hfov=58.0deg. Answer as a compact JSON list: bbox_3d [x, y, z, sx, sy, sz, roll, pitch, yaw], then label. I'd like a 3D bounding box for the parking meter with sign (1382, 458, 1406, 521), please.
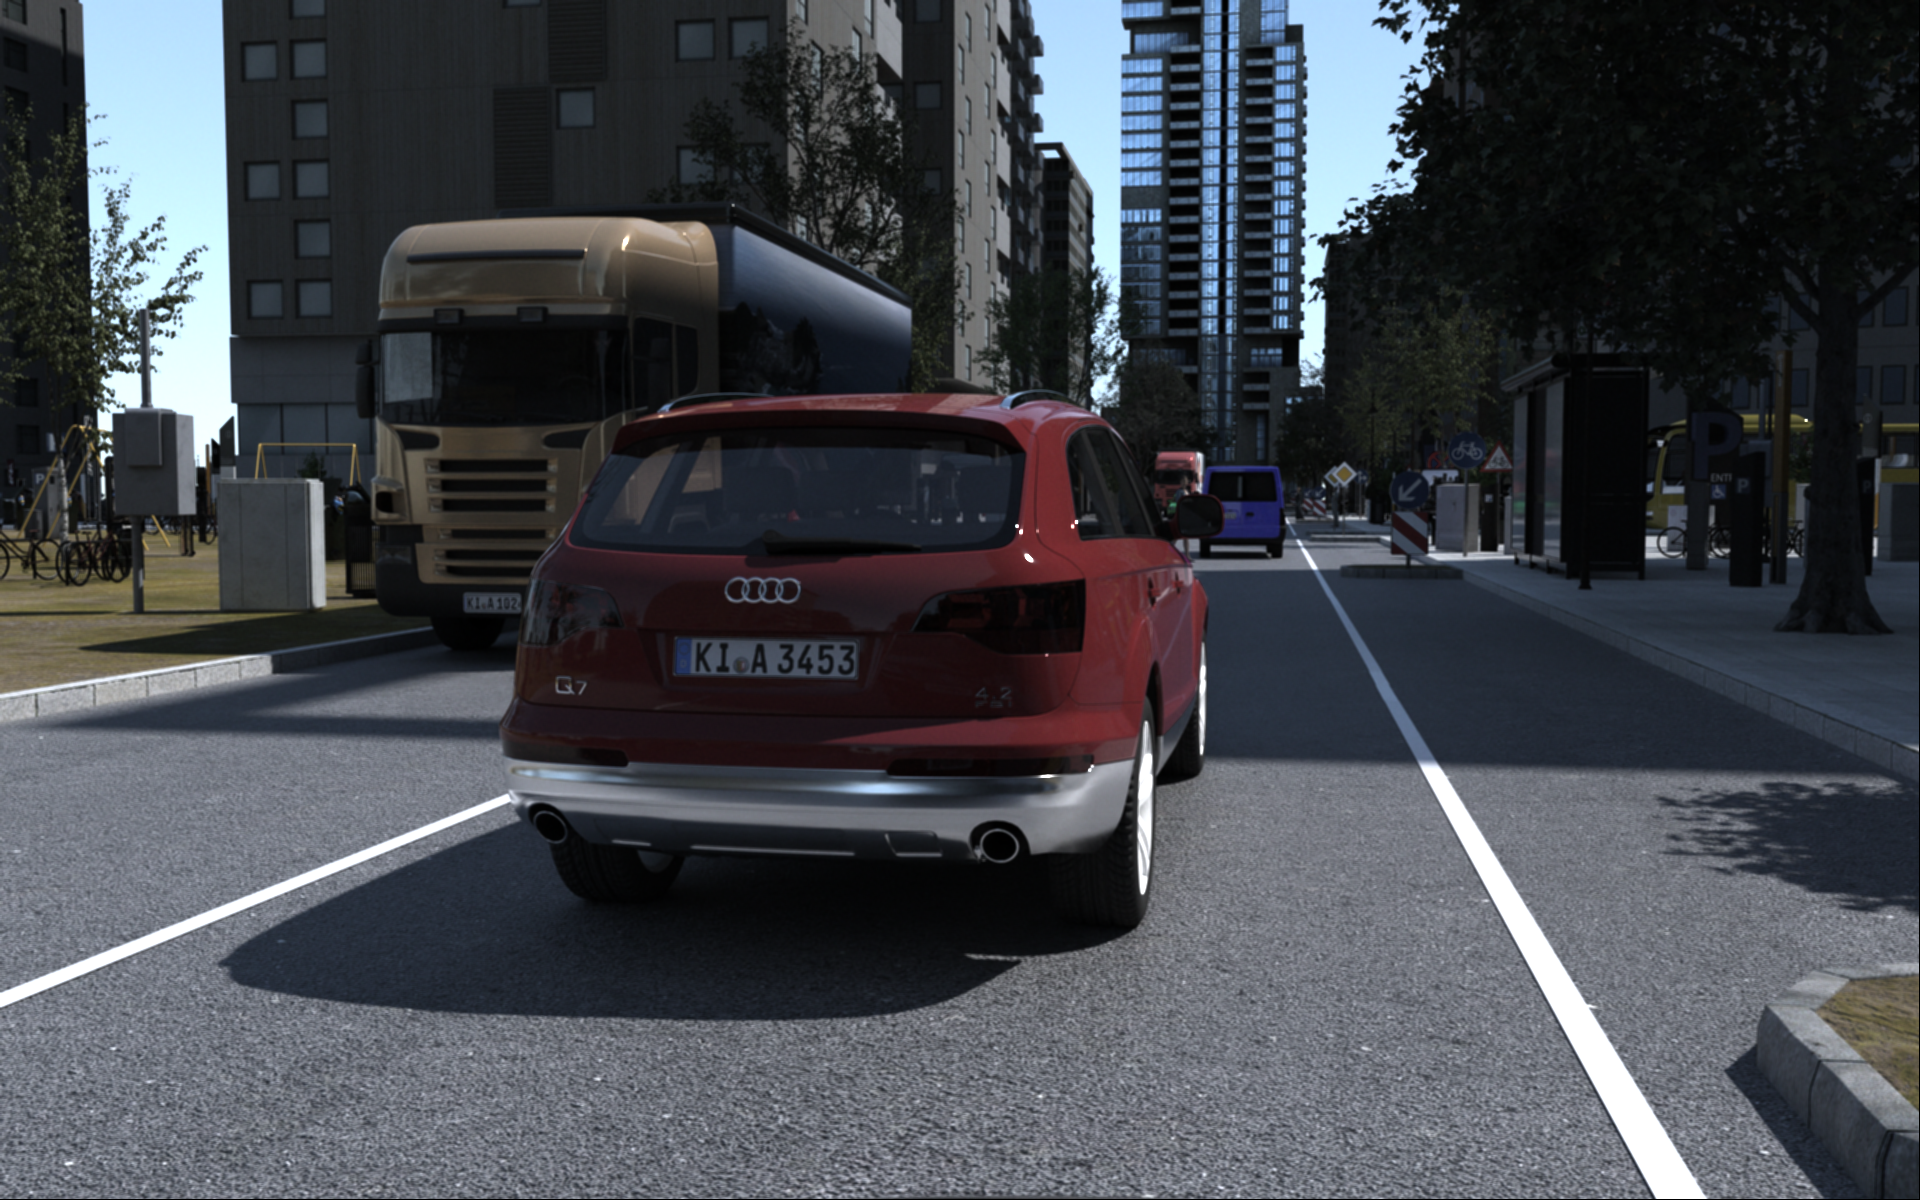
[{"bbox_3d":[20.972,-5.286,82.690,0.543,3.016,1.738,-2,4,-31],"label":"parking meter with sign"}]

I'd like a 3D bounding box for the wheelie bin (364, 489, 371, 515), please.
[{"bbox_3d":[-13.574,-1.905,39.051,0.693,1.594,0.980,-1,4,-18],"label":"wheelie bin"}]

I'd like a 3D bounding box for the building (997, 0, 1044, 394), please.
[{"bbox_3d":[-4.590,-32.795,155.802,23.786,49.044,30.456,1,4,10],"label":"building"}]

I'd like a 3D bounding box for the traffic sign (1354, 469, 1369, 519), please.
[{"bbox_3d":[20.399,-5.385,88.145,0.768,2.556,0.104,1,4,17],"label":"traffic sign"}]

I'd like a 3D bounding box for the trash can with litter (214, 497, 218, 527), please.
[{"bbox_3d":[-28.991,-3.476,68.226,0.624,1.170,1.055,-2,4,-34],"label":"trash can with litter"}]

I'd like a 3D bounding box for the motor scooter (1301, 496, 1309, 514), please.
[{"bbox_3d":[25.427,-7.003,127.272,0.815,1.314,1.986,1,4,12],"label":"motor scooter"}]

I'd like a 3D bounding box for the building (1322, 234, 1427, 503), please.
[{"bbox_3d":[62.565,-33.525,240.008,23.993,40.220,32.217,1,4,10],"label":"building"}]

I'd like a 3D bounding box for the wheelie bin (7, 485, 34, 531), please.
[{"bbox_3d":[-32.875,-3.237,60.837,0.693,1.594,0.980,-3,4,-38],"label":"wheelie bin"}]

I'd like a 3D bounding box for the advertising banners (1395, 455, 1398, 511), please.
[{"bbox_3d":[19.289,-4.913,76.510,0.090,3.025,2.074,1,4,17],"label":"advertising banners"}]

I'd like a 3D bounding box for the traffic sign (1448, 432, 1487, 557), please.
[{"bbox_3d":[10.349,-2.159,35.399,0.768,2.556,0.104,1,4,17],"label":"traffic sign"}]

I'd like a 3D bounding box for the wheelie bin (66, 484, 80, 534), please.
[{"bbox_3d":[-28.815,-2.927,55.766,0.980,1.594,0.693,2,4,27],"label":"wheelie bin"}]

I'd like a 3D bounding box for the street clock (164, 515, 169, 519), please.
[{"bbox_3d":[-40.925,-5.179,89.252,0.471,2.002,0.358,1,4,22],"label":"street clock"}]

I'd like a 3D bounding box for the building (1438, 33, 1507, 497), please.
[{"bbox_3d":[51.801,-31.090,158.435,14.600,45.320,14.200,1,4,10],"label":"building"}]

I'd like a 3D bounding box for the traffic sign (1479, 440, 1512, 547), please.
[{"bbox_3d":[12.965,-2.552,41.730,0.884,2.594,0.081,1,4,16],"label":"traffic sign"}]

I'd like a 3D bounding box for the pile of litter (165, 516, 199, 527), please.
[{"bbox_3d":[-30.890,-3.349,68.724,1.176,0.858,1.719,2,4,29],"label":"pile of litter"}]

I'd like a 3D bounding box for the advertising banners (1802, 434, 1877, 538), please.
[{"bbox_3d":[25.118,-3.261,49.513,2.074,3.025,0.090,3,5,43],"label":"advertising banners"}]

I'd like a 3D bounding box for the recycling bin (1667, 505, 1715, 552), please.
[{"bbox_3d":[16.367,-1.605,38.795,0.722,1.027,0.722,-2,4,-29],"label":"recycling bin"}]

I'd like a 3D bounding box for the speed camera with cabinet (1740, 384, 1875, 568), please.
[{"bbox_3d":[14.465,-2.156,29.592,2.038,3.252,0.660,3,4,37],"label":"speed camera with cabinet"}]

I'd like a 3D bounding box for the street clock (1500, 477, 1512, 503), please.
[{"bbox_3d":[22.701,-4.128,72.059,0.471,2.002,0.358,-1,4,-22],"label":"street clock"}]

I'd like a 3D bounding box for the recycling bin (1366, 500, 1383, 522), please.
[{"bbox_3d":[19.099,-4.105,79.678,0.722,1.027,0.722,1,4,9],"label":"recycling bin"}]

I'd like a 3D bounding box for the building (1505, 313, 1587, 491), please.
[{"bbox_3d":[45.914,-26.848,122.557,14.154,41.232,14.086,1,4,10],"label":"building"}]

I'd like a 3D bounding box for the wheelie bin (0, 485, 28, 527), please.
[{"bbox_3d":[-39.711,-3.948,72.454,0.980,1.594,0.693,-2,4,-25],"label":"wheelie bin"}]

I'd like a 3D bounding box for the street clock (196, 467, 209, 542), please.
[{"bbox_3d":[-20.110,-2.530,45.937,0.358,2.002,0.471,-1,4,-23],"label":"street clock"}]

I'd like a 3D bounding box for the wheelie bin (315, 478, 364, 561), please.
[{"bbox_3d":[-12.206,-1.561,33.430,0.980,1.594,0.693,1,4,20],"label":"wheelie bin"}]

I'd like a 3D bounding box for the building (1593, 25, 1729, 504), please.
[{"bbox_3d":[43.500,-32.514,73.598,28.212,58.520,21.231,1,4,10],"label":"building"}]

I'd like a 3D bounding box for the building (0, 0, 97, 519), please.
[{"bbox_3d":[-56.665,-19.559,91.483,14.107,30.474,14.160,1,4,10],"label":"building"}]

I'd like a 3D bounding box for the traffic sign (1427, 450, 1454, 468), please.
[{"bbox_3d":[14.037,-3.090,50.632,0.768,2.556,0.104,1,4,14],"label":"traffic sign"}]

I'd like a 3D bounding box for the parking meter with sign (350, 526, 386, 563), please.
[{"bbox_3d":[-10.579,-2.221,32.570,1.738,3.016,0.543,-1,4,-9],"label":"parking meter with sign"}]

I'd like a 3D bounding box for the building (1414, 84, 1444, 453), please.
[{"bbox_3d":[58.968,-32.104,179.529,22.147,44.769,28.867,1,4,10],"label":"building"}]

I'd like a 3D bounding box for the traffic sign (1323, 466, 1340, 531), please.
[{"bbox_3d":[13.118,-3.487,60.659,0.795,2.450,0.064,1,4,10],"label":"traffic sign"}]

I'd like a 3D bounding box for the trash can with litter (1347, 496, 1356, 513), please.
[{"bbox_3d":[26.456,-6.413,116.234,0.624,1.170,1.055,-3,4,-36],"label":"trash can with litter"}]

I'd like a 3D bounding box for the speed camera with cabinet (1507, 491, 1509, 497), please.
[{"bbox_3d":[34.423,-7.019,109.099,2.038,3.252,0.660,3,4,36],"label":"speed camera with cabinet"}]

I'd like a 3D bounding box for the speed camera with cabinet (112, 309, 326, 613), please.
[{"bbox_3d":[-8.040,-1.498,18.828,2.038,3.252,0.660,0,4,-5],"label":"speed camera with cabinet"}]

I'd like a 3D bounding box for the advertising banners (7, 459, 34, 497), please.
[{"bbox_3d":[-46.881,-5.524,86.512,2.074,3.025,0.090,2,4,27],"label":"advertising banners"}]

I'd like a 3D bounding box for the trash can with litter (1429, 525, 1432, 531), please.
[{"bbox_3d":[16.461,-3.013,60.318,1.678,1.210,2.233,2,4,32],"label":"trash can with litter"}]

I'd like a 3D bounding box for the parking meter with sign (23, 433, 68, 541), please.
[{"bbox_3d":[-25.639,-3.196,48.519,0.543,3.016,1.738,0,4,-3],"label":"parking meter with sign"}]

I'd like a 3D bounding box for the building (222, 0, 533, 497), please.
[{"bbox_3d":[-18.359,-30.600,89.556,28.713,52.752,27.495,1,4,10],"label":"building"}]

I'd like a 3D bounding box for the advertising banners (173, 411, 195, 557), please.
[{"bbox_3d":[-16.229,-2.444,36.152,0.090,3.025,2.074,-2,4,-33],"label":"advertising banners"}]

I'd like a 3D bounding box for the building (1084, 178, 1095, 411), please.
[{"bbox_3d":[10.842,-36.077,239.966,14.200,45.320,14.600,1,4,10],"label":"building"}]

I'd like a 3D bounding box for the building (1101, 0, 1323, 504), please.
[{"bbox_3d":[34.332,-56.642,238.764,31.000,86.520,22.319,1,4,10],"label":"building"}]

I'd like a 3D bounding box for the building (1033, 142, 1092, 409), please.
[{"bbox_3d":[1.462,-30.335,187.866,23.993,40.220,32.217,1,4,10],"label":"building"}]

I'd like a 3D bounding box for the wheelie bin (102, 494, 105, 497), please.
[{"bbox_3d":[-54.003,-6.139,108.284,0.980,1.594,0.693,-1,4,-21],"label":"wheelie bin"}]

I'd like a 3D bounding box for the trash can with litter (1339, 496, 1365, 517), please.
[{"bbox_3d":[22.712,-5.375,98.945,2.233,1.210,1.678,0,4,-3],"label":"trash can with litter"}]

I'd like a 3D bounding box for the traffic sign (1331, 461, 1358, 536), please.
[{"bbox_3d":[11.705,-3.007,52.799,0.795,2.450,0.064,1,4,10],"label":"traffic sign"}]

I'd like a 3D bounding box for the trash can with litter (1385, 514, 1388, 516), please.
[{"bbox_3d":[24.615,-5.485,100.731,2.233,1.210,1.678,0,4,0],"label":"trash can with litter"}]

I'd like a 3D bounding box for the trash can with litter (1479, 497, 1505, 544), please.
[{"bbox_3d":[13.962,-2.019,44.402,1.055,1.170,0.624,-2,4,-26],"label":"trash can with litter"}]

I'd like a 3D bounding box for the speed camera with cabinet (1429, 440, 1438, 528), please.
[{"bbox_3d":[17.342,-4.285,64.395,0.660,3.252,2.038,0,4,1],"label":"speed camera with cabinet"}]

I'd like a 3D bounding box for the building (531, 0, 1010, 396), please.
[{"bbox_3d":[-11.245,-32.724,124.275,28.713,52.752,27.495,1,4,10],"label":"building"}]
